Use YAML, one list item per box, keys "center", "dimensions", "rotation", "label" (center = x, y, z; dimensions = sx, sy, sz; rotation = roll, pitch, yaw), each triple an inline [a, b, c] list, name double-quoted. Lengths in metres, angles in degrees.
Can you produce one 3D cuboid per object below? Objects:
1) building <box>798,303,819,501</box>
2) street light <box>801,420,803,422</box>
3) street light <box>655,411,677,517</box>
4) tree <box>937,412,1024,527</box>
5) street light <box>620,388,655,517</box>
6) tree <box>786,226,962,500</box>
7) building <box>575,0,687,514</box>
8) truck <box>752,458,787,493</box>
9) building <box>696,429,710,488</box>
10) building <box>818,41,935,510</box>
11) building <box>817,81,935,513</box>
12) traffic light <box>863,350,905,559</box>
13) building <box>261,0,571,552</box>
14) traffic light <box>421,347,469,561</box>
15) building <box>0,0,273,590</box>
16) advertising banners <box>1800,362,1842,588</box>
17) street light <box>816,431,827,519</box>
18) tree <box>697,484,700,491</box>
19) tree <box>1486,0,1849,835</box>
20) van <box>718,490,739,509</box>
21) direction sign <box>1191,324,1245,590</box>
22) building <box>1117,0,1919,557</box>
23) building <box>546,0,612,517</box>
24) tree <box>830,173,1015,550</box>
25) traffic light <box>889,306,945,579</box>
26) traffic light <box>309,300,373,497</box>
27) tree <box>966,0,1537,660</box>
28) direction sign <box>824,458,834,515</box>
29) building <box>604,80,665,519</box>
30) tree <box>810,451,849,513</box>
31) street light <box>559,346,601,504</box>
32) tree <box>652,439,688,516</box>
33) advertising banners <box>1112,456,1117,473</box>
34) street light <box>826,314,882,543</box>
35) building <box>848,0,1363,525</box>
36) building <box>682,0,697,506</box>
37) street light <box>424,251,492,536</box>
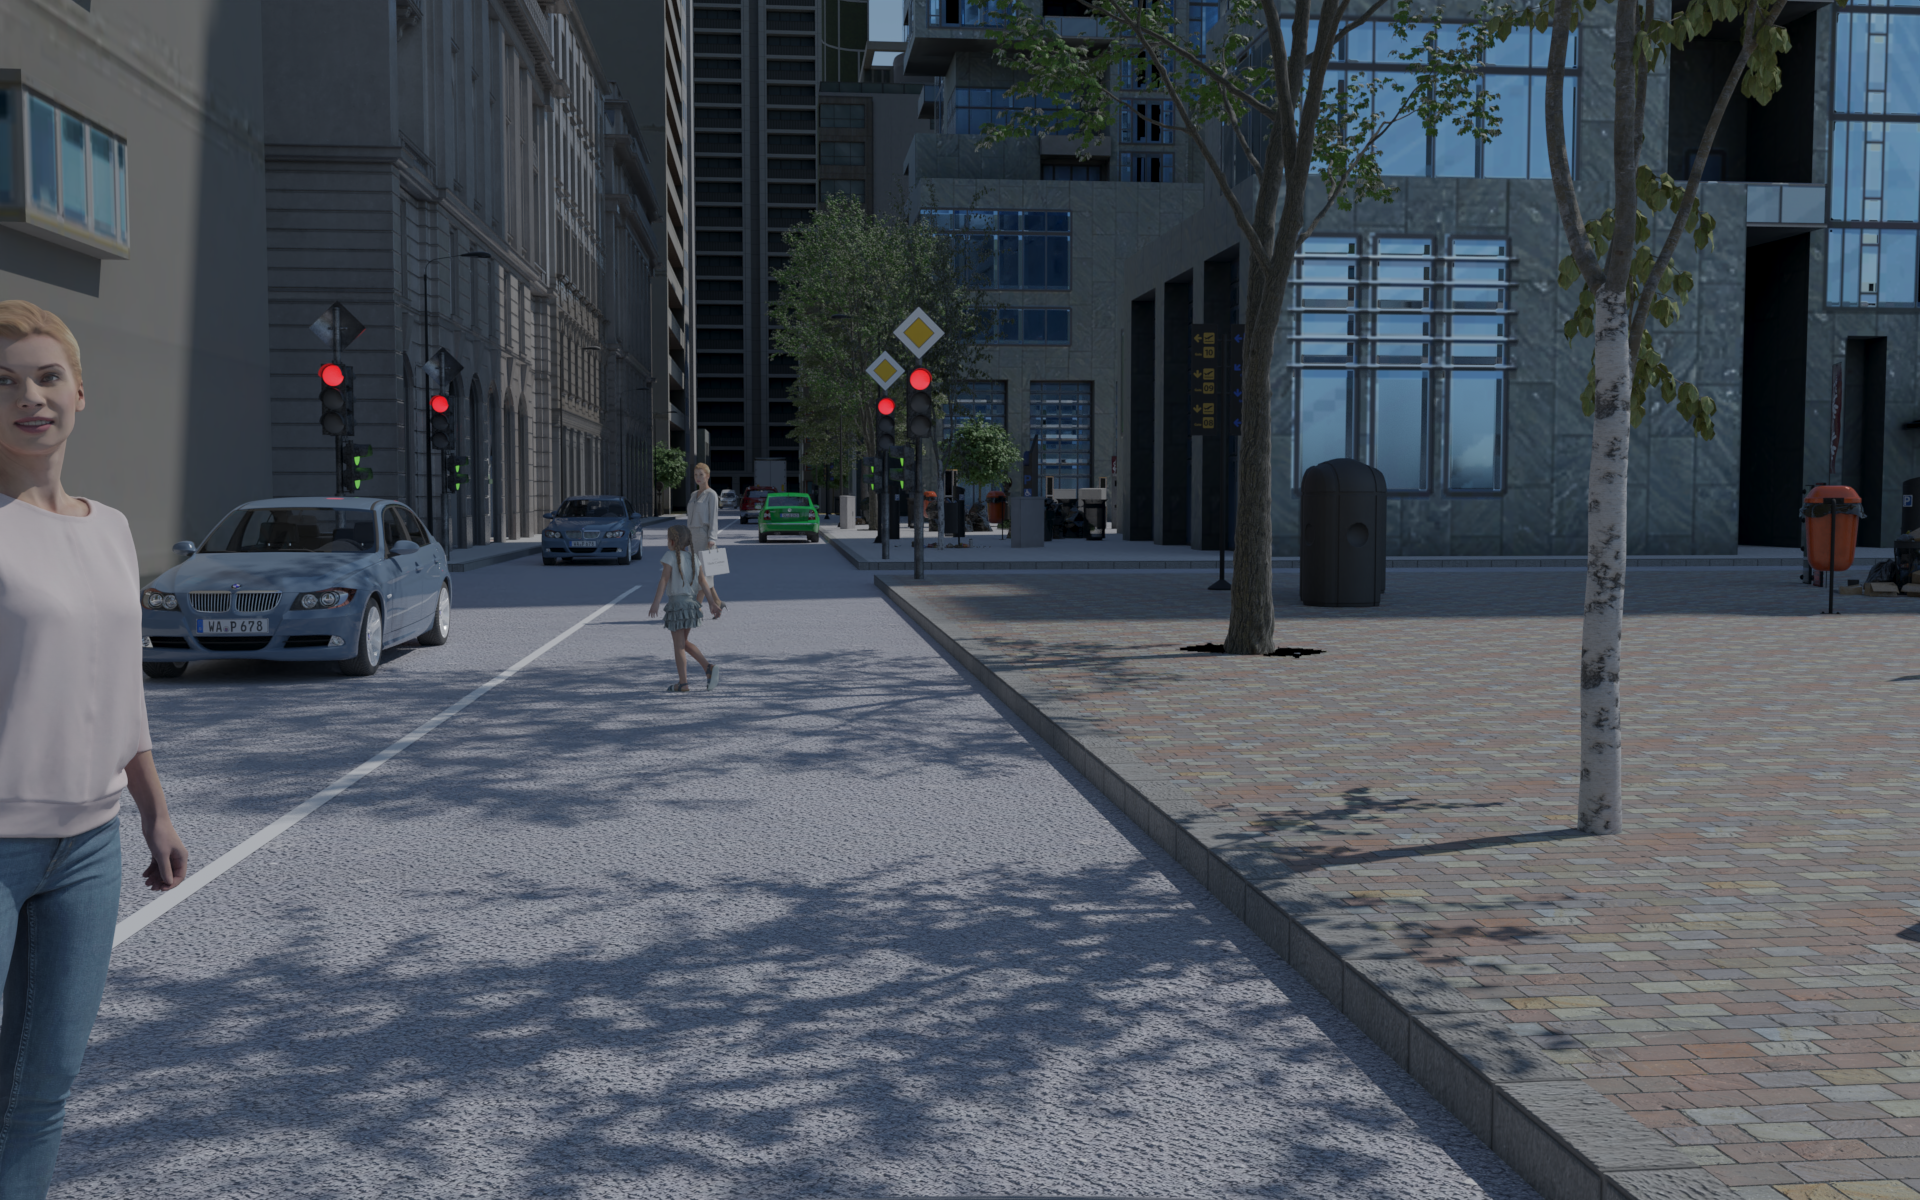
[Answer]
- center: [-1.908, -19.976, 171.640]
  dimensions: [27.650, 21.520, 28.899]
  rotation: [0, 4, -6]
  label: "building"
- center: [-7.286, -7.037, 87.596]
  dimensions: [1.470, 5.913, 1.316]
  rotation: [0, 4, -6]
  label: "street light"
- center: [-16.483, -7.600, 96.807]
  dimensions: [1.470, 5.913, 1.316]
  rotation: [0, 4, -6]
  label: "street light"
- center: [0.826, -5.134, 67.662]
  dimensions: [4.285, 4.588, 4.351]
  rotation: [0, 3, 0]
  label: "tree"
- center: [-14.241, -6.305, 75.629]
  dimensions: [1.470, 5.913, 1.316]
  rotation: [0, 4, -6]
  label: "street light"
- center: [-3.670, -9.529, 73.931]
  dimensions: [7.486, 12.596, 7.792]
  rotation: [0, 3, 0]
  label: "tree"
- center: [-29.997, -30.168, 116.940]
  dimensions: [21.300, 48.544, 21.600]
  rotation: [0, 4, -6]
  label: "building"
- center: [-15.253, -9.183, 139.059]
  dimensions: [2.839, 4.237, 11.283]
  rotation: [0, 4, -7]
  label: "truck"
- center: [-40.782, -52.376, 169.019]
  dimensions: [31.000, 86.520, 22.319]
  rotation: [0, 4, -6]
  label: "building"
- center: [3.989, -27.722, 145.142]
  dimensions: [32.217, 40.220, 23.993]
  rotation: [0, 4, -6]
  label: "building"
- center: [-3.298, -21.642, 125.545]
  dimensions: [14.160, 30.474, 14.107]
  rotation: [0, 4, -6]
  label: "building"
- center: [-1.484, -2.757, 34.001]
  dimensions: [0.839, 4.253, 0.868]
  rotation: [0, 4, -6]
  label: "traffic light"
- center: [-17.822, -12.335, 43.485]
  dimensions: [13.314, 21.916, 24.055]
  rotation: [0, 4, -6]
  label: "building"
- center: [-9.846, -2.702, 33.099]
  dimensions: [0.839, 4.253, 0.868]
  rotation: [0, 4, -6]
  label: "traffic light"
- center: [-19.216, -23.741, 11.864]
  dimensions: [21.600, 48.544, 21.300]
  rotation: [0, 4, -6]
  label: "building"
- center: [11.923, -1.700, 23.983]
  dimensions: [0.090, 3.025, 2.074]
  rotation: [1, 4, 16]
  label: "advertising banners"
- center: [-5.112, -5.745, 66.467]
  dimensions: [1.470, 5.913, 1.316]
  rotation: [0, 4, -6]
  label: "street light"
- center: [-24.585, -10.139, 160.381]
  dimensions: [1.663, 3.219, 1.824]
  rotation: [0, 3, 0]
  label: "tree"
- center: [2.676, -3.423, 6.326]
  dimensions: [4.737, 8.622, 4.395]
  rotation: [0, 3, 0]
  label: "tree"
- center: [-22.392, -9.813, 167.460]
  dimensions: [2.013, 2.044, 4.112]
  rotation: [0, 4, -6]
  label: "van"
- center: [3.514, -1.904, 23.129]
  dimensions: [0.876, 3.537, 0.379]
  rotation: [0, 4, -4]
  label: "direction sign"
- center: [20.132, -44.812, 45.354]
  dimensions: [31.000, 86.520, 22.319]
  rotation: [0, 4, -6]
  label: "building"
- center: [-18.859, -13.224, 65.362]
  dimensions: [9.793, 20.994, 18.267]
  rotation: [0, 4, -6]
  label: "building"
- center: [-0.589, -5.443, 39.363]
  dimensions: [4.360, 8.622, 3.978]
  rotation: [0, 3, 0]
  label: "tree"
- center: [-0.639, -2.272, 26.060]
  dimensions: [0.839, 4.253, 0.868]
  rotation: [0, 4, -6]
  label: "traffic light"
- center: [-9.002, -2.216, 25.158]
  dimensions: [0.839, 4.253, 0.868]
  rotation: [0, 4, -6]
  label: "traffic light"
- center: [2.505, -5.372, 13.580]
  dimensions: [9.928, 11.665, 9.643]
  rotation: [0, 3, 0]
  label: "tree"
- center: [-8.191, -7.103, 108.134]
  dimensions: [0.876, 3.537, 0.379]
  rotation: [3, 5, 41]
  label: "direction sign"
- center: [-22.122, -14.950, 86.230]
  dimensions: [13.314, 21.916, 24.055]
  rotation: [0, 4, -6]
  label: "building"
- center: [-8.543, -8.117, 116.423]
  dimensions: [4.285, 4.588, 4.351]
  rotation: [0, 3, 0]
  label: "tree"
- center: [-11.990, -5.013, 54.509]
  dimensions: [1.470, 5.913, 1.316]
  rotation: [0, 4, -6]
  label: "street light"
- center: [-17.948, -7.360, 104.054]
  dimensions: [4.285, 4.588, 4.351]
  rotation: [0, 3, 0]
  label: "tree"
- center: [7.392, -5.043, 78.648]
  dimensions: [0.090, 3.025, 2.074]
  rotation: [-2, 4, -25]
  label: "advertising banners"
- center: [-2.634, -4.428, 44.939]
  dimensions: [1.470, 5.913, 1.316]
  rotation: [0, 4, -6]
  label: "street light"
- center: [5.698, -47.707, 92.679]
  dimensions: [22.319, 86.520, 31.000]
  rotation: [0, 4, -6]
  label: "building"
- center: [-32.971, -36.656, 141.320]
  dimensions: [21.231, 58.520, 28.212]
  rotation: [0, 4, -6]
  label: "building"
- center: [-9.665, -3.713, 33.255]
  dimensions: [1.470, 5.913, 1.316]
  rotation: [0, 4, -6]
  label: "street light"
